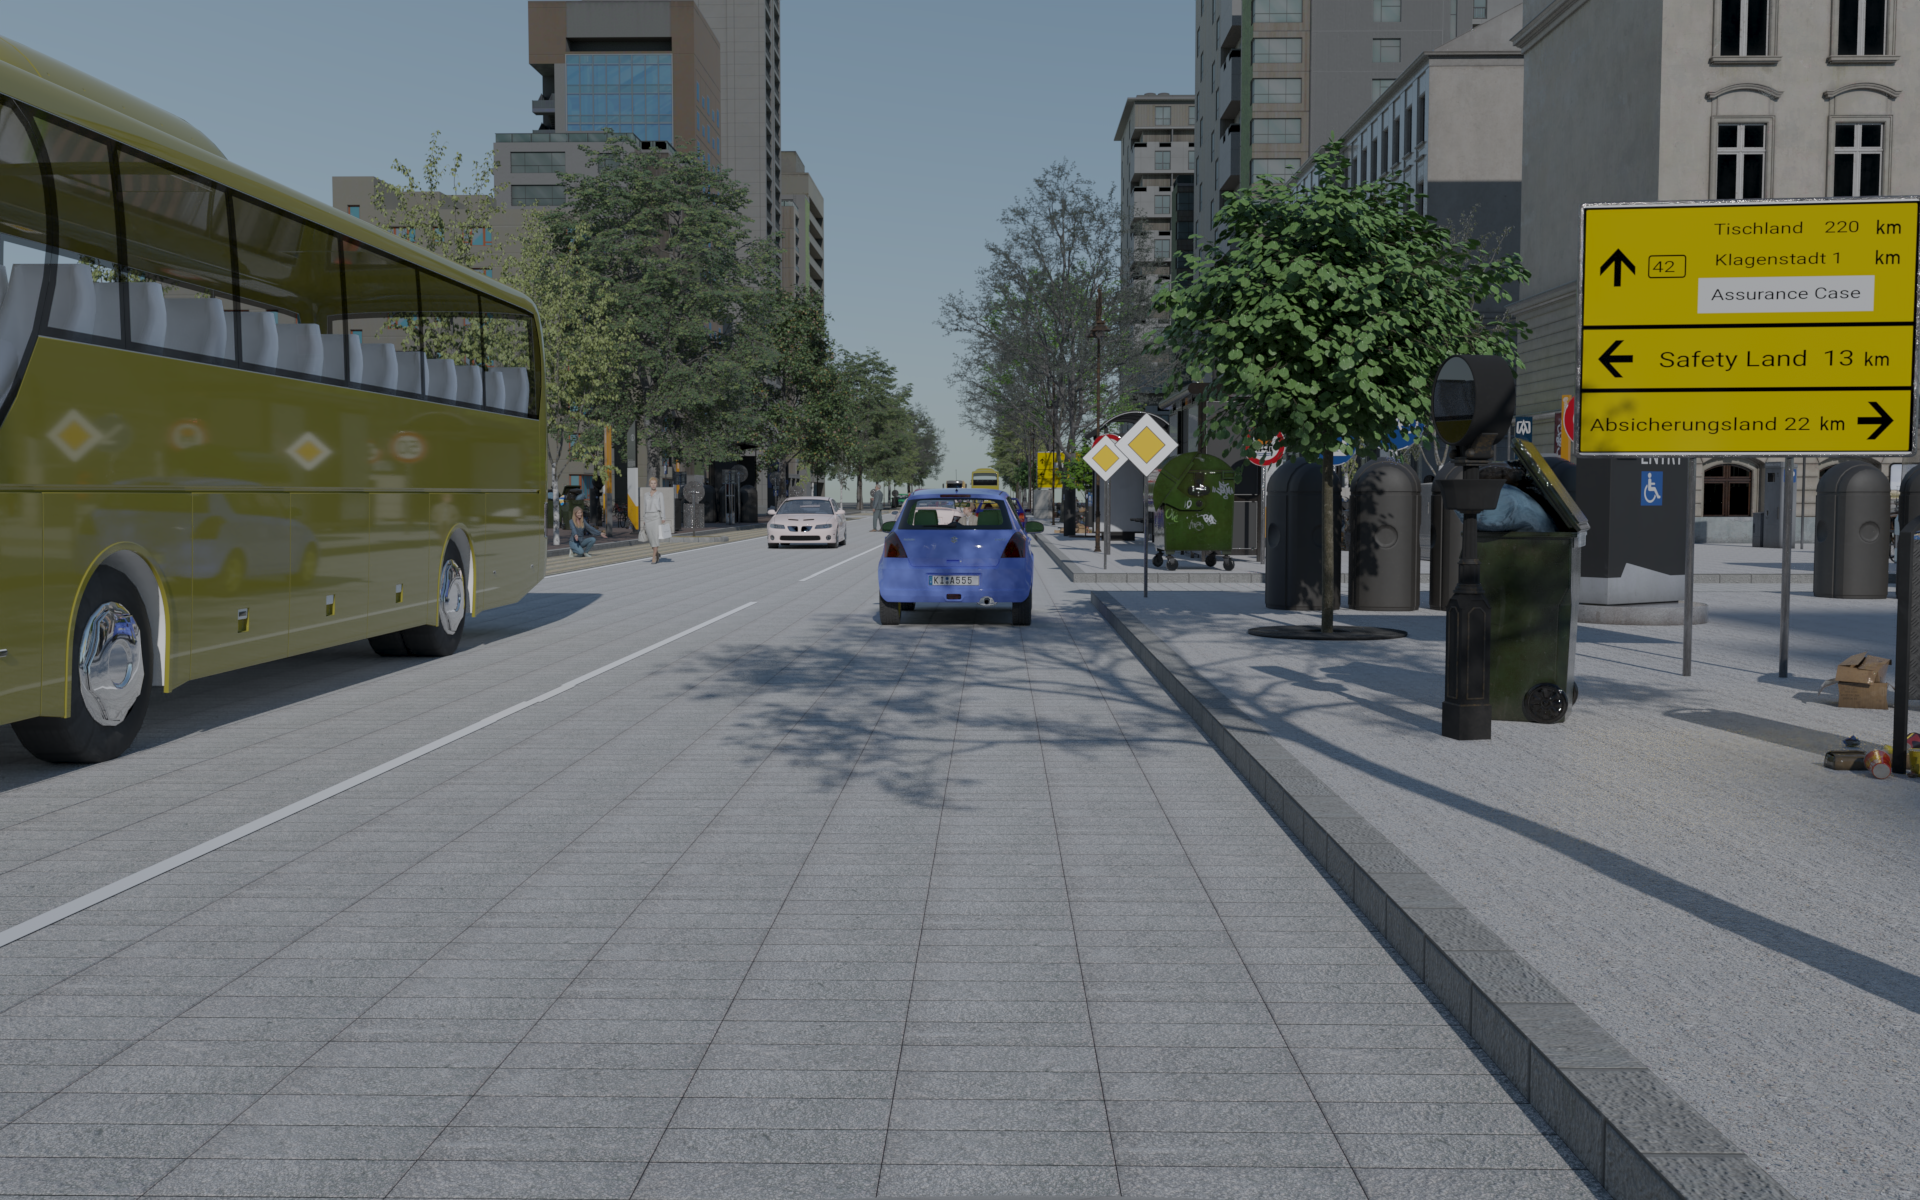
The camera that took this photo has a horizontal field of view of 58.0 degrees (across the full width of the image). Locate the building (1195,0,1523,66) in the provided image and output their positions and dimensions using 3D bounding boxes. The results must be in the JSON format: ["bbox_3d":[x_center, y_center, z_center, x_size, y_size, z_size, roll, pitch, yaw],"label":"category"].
[{"bbox_3d":[33.475,-33.533,137.506,28.713,52.752,27.495,0,4,1],"label":"building"}]

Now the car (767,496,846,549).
[{"bbox_3d":[-4.121,-2.125,47.098,2.083,1.381,4.827,0,4,1],"label":"car"}]

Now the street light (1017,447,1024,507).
[{"bbox_3d":[5.360,-10.717,148.005,0.468,5.910,1.993,0,4,1],"label":"street light"}]

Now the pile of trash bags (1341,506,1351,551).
[{"bbox_3d":[10.180,-1.811,39.357,3.447,1.369,1.912,1,4,14],"label":"pile of trash bags"}]

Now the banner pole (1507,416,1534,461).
[{"bbox_3d":[15.822,-3.620,49.202,0.863,3.779,0.401,1,4,15],"label":"banner pole"}]

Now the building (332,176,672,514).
[{"bbox_3d":[-36.487,-16.814,119.951,27.650,21.520,28.899,0,4,1],"label":"building"}]

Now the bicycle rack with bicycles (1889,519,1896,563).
[{"bbox_3d":[18.293,-1.208,33.134,2.852,0.926,2.925,0,4,-2],"label":"bicycle rack with bicycles"}]

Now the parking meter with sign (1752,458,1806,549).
[{"bbox_3d":[19.434,-2.735,40.977,0.543,3.016,1.738,-1,4,-9],"label":"parking meter with sign"}]

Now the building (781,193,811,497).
[{"bbox_3d":[-27.641,-33.427,230.123,14.154,41.232,14.086,0,4,1],"label":"building"}]

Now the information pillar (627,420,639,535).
[{"bbox_3d":[-10.386,-3.893,55.005,0.183,3.616,0.504,-3,5,-43],"label":"information pillar"}]

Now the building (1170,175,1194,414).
[{"bbox_3d":[26.179,-23.694,159.104,14.160,30.474,14.107,0,4,1],"label":"building"}]

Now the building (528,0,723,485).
[{"bbox_3d":[-29.419,-30.937,155.922,14.600,45.320,14.200,0,4,1],"label":"building"}]

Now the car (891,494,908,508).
[{"bbox_3d":[-5.444,-9.389,162.301,1.959,1.807,4.718,0,4,3],"label":"car"}]

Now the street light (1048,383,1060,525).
[{"bbox_3d":[3.829,-5.995,70.802,0.468,5.910,1.993,0,4,1],"label":"street light"}]

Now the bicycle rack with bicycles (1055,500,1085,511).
[{"bbox_3d":[6.795,-5.523,103.687,2.925,0.926,2.852,1,4,15],"label":"bicycle rack with bicycles"}]

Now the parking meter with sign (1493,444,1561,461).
[{"bbox_3d":[10.824,-2.207,32.345,1.738,3.016,0.543,0,4,7],"label":"parking meter with sign"}]

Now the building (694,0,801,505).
[{"bbox_3d":[-30.384,-47.321,211.946,20.563,71.187,20.611,0,4,1],"label":"building"}]

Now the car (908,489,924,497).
[{"bbox_3d":[-2.363,-6.724,118.615,2.281,1.827,5.304,0,4,3],"label":"car"}]

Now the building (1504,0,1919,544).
[{"bbox_3d":[34.862,-14.059,48.955,34.723,24.649,14.460,0,4,1],"label":"building"}]

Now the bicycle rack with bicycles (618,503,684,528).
[{"bbox_3d":[-12.032,-3.238,66.331,2.852,0.926,2.925,2,4,29],"label":"bicycle rack with bicycles"}]

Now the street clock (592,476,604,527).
[{"bbox_3d":[-14.286,-3.911,68.509,0.471,2.002,0.358,-3,4,-39],"label":"street clock"}]

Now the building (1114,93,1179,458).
[{"bbox_3d":[35.153,-38.893,225.141,28.713,52.752,27.495,0,4,1],"label":"building"}]

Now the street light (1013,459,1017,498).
[{"bbox_3d":[6.012,-12.716,180.697,0.468,5.910,1.993,0,4,1],"label":"street light"}]

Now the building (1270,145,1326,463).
[{"bbox_3d":[22.922,-15.048,95.187,9.793,20.994,18.267,0,4,1],"label":"building"}]

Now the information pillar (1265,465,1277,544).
[{"bbox_3d":[7.464,-3.064,41.449,0.504,3.616,0.183,2,4,26],"label":"information pillar"}]

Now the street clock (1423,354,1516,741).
[{"bbox_3d":[2.665,-0.274,9.056,0.358,2.002,0.471,-1,4,-13],"label":"street clock"}]

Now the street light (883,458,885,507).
[{"bbox_3d":[-7.544,-12.181,171.954,0.468,5.910,1.993,0,4,1],"label":"street light"}]

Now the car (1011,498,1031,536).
[{"bbox_3d":[1.267,-2.561,54.454,1.945,1.354,3.894,0,4,2],"label":"car"}]

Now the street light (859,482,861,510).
[{"bbox_3d":[-8.053,-10.194,139.464,0.468,5.910,1.993,0,4,1],"label":"street light"}]

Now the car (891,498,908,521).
[{"bbox_3d":[-0.729,-1.931,43.928,2.083,1.381,4.827,0,4,0],"label":"car"}]

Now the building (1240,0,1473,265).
[{"bbox_3d":[25.779,-26.524,117.262,14.154,41.232,14.086,0,4,1],"label":"building"}]

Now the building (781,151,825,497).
[{"bbox_3d":[-31.066,-38.170,247.785,21.300,48.544,21.600,0,4,1],"label":"building"}]

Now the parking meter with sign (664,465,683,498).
[{"bbox_3d":[-16.931,-6.620,104.505,1.738,3.016,0.543,-2,4,-25],"label":"parking meter with sign"}]

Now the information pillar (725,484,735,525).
[{"bbox_3d":[-9.701,-4.193,73.051,0.304,2.012,0.304,1,4,12],"label":"information pillar"}]

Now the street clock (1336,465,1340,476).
[{"bbox_3d":[7.400,-1.856,34.908,0.471,2.002,0.358,1,4,21],"label":"street clock"}]

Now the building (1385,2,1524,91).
[{"bbox_3d":[23.132,-13.932,76.946,9.793,20.994,18.267,0,4,1],"label":"building"}]

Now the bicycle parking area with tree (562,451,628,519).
[{"bbox_3d":[-22.684,-6.836,98.765,9.016,4.147,8.231,3,5,43],"label":"bicycle parking area with tree"}]

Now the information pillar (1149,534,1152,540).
[{"bbox_3d":[5.480,-2.677,48.254,0.304,2.012,0.304,-3,5,-45],"label":"information pillar"}]

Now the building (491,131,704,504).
[{"bbox_3d":[-29.183,-22.623,141.592,14.160,30.474,14.107,0,4,1],"label":"building"}]

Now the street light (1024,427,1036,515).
[{"bbox_3d":[4.705,-8.730,115.518,0.468,5.910,1.993,0,4,1],"label":"street light"}]

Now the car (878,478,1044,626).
[{"bbox_3d":[0.013,-0.649,20.199,1.945,1.707,3.694,0,4,2],"label":"car"}]

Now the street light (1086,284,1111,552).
[{"bbox_3d":[3.059,-4.008,38.318,0.468,5.910,1.993,0,4,1],"label":"street light"}]
